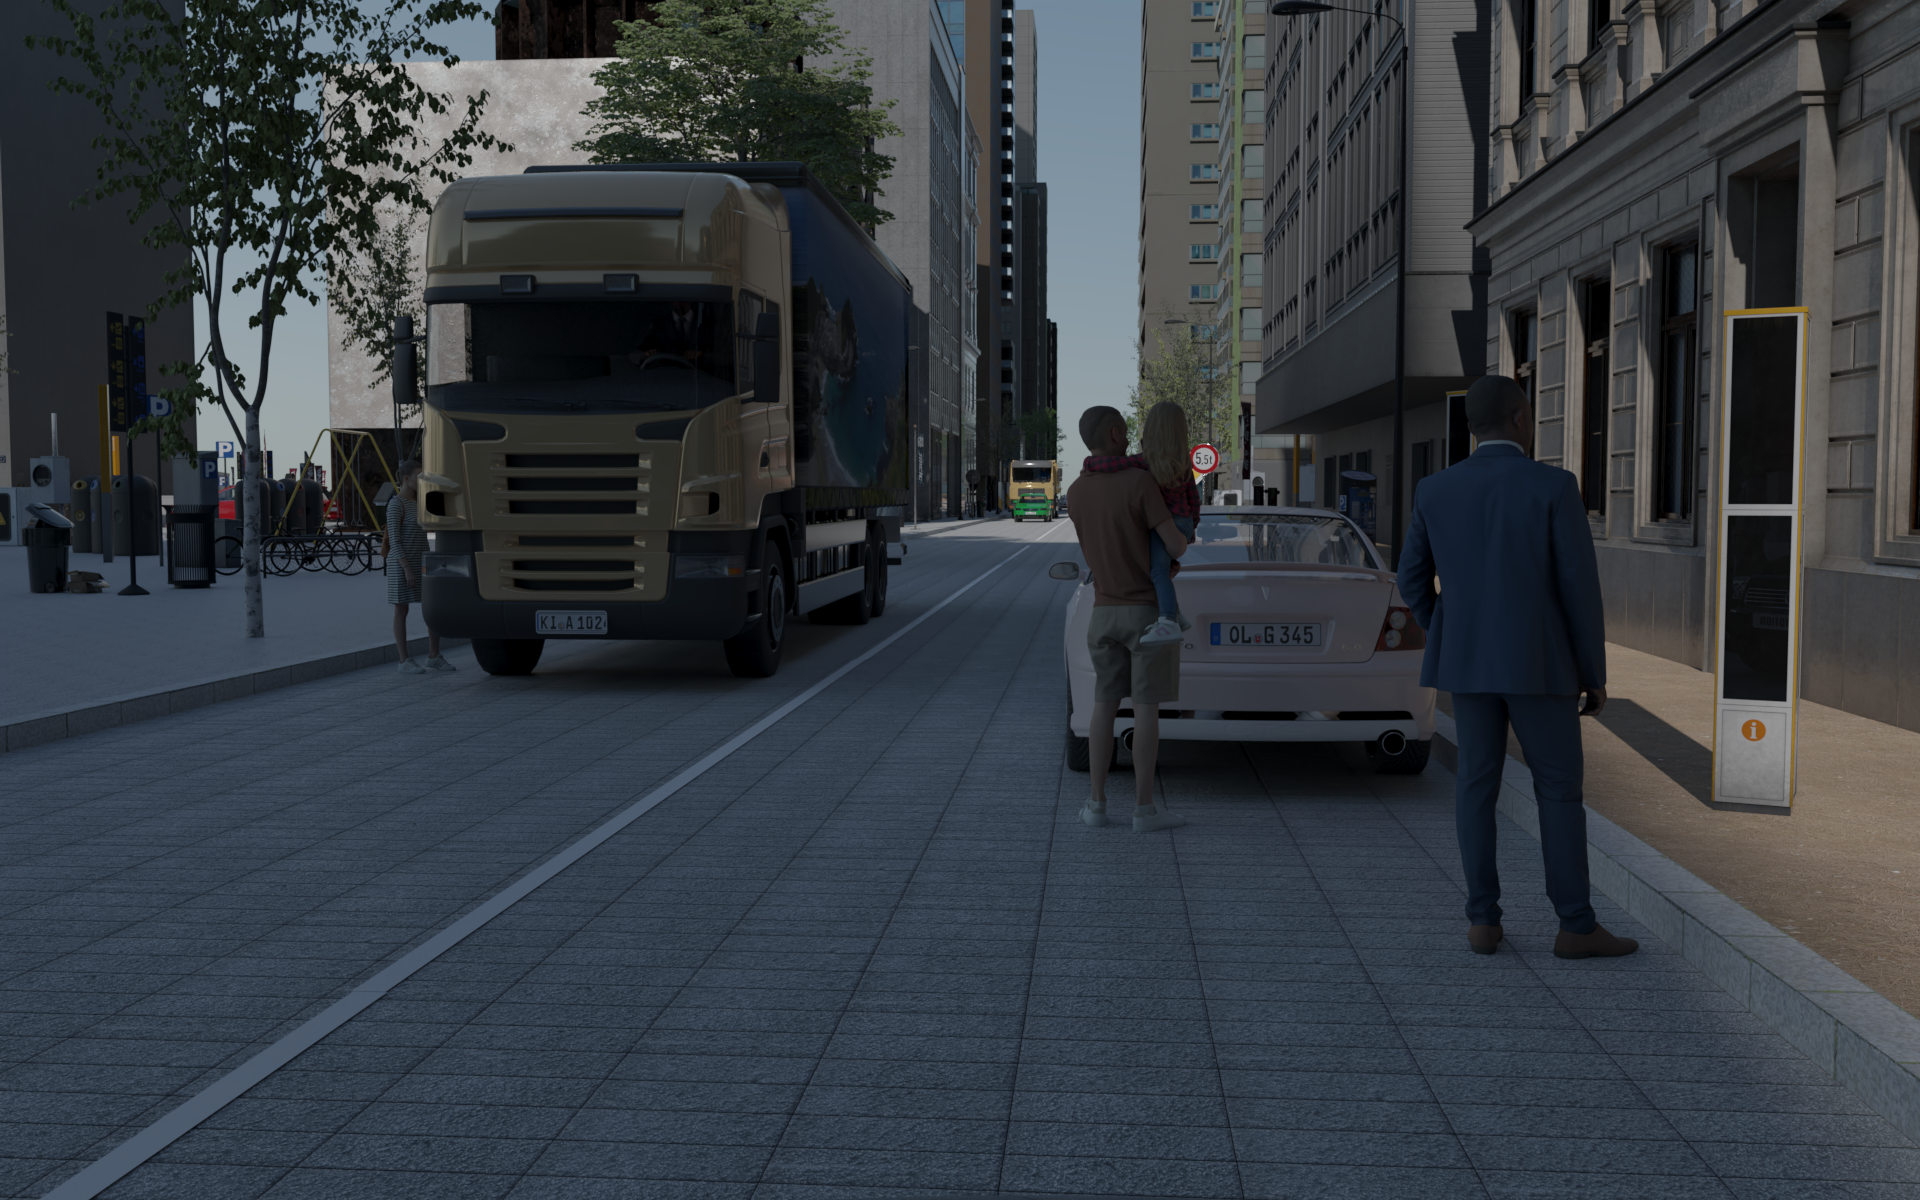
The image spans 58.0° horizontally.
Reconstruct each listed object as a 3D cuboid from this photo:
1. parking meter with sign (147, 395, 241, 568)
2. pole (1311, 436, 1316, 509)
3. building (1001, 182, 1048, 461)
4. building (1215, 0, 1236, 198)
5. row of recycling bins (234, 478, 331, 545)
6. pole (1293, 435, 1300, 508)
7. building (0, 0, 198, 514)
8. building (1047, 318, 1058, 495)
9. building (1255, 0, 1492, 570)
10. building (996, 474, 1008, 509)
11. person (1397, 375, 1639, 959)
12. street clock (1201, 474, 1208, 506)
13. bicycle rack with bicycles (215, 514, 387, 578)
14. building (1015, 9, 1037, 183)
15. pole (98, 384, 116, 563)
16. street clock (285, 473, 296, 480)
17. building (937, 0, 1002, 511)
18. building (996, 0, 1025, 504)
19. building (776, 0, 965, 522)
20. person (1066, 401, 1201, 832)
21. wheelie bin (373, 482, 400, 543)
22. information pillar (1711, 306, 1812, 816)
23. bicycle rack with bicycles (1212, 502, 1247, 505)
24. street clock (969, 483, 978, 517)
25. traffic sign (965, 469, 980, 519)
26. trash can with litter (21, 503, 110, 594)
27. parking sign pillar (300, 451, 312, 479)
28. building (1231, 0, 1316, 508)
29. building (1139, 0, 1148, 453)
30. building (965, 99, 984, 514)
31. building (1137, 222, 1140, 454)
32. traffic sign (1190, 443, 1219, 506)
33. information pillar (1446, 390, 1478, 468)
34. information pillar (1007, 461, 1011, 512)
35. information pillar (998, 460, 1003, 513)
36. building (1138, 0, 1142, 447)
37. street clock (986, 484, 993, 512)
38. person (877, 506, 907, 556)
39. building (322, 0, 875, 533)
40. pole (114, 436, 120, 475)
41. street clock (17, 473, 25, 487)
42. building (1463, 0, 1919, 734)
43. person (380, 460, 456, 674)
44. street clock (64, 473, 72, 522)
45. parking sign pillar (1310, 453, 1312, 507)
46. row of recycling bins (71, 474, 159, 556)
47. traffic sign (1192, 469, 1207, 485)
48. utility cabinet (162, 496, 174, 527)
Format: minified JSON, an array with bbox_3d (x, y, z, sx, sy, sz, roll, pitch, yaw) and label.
[{"bbox_3d":[-13.376,-2.081,30.289,1.738,3.016,0.543,1,4,22],"label":"parking meter with sign"},{"bbox_3d":[12.530,-4.123,61.255,0.158,3.312,0.155,0,3,0],"label":"pole"},{"bbox_3d":[3.885,-32.891,221.355,14.154,41.232,14.086,0,4,5],"label":"building"},{"bbox_3d":[29.961,-25.886,115.122,32.217,40.220,23.993,0,4,5],"label":"building"},{"bbox_3d":[-17.654,-2.310,44.878,1.069,1.692,3.534,0,4,8],"label":"row of recycling bins"},{"bbox_3d":[11.019,-3.846,56.728,0.158,3.312,0.155,0,3,0],"label":"pole"},{"bbox_3d":[-44.393,-16.663,65.953,24.014,27.812,14.314,0,4,5],"label":"building"},{"bbox_3d":[8.561,-31.121,280.530,14.160,30.474,14.107,0,4,5],"label":"building"},{"bbox_3d":[13.673,-14.575,31.816,14.314,27.812,24.014,0,4,5],"label":"building"},{"bbox_3d":[-11.401,-28.442,156.905,32.217,40.220,23.993,0,4,5],"label":"building"},{"bbox_3d":[1.730,0.201,5.404,0.721,1.800,0.419,2,4,29],"label":"person"},{"bbox_3d":[8.197,-3.247,57.655,0.358,2.002,0.471,0,4,-3],"label":"street clock"},{"bbox_3d":[-10.387,-0.867,27.562,2.925,0.926,2.852,-2,4,-25],"label":"bicycle rack with bicycles"},{"bbox_3d":[3.443,-50.402,262.327,20.563,71.187,20.611,0,4,5],"label":"building"},{"bbox_3d":[-15.941,-2.354,32.329,0.158,3.312,0.155,0,3,0],"label":"pole"},{"bbox_3d":[-23.316,-3.411,60.333,0.358,2.002,0.471,0,4,-3],"label":"street clock"},{"bbox_3d":[-4.042,-29.780,137.008,14.600,45.320,14.200,0,4,5],"label":"building"},{"bbox_3d":[-3.965,-53.230,182.974,22.319,86.520,31.000,0,4,5],"label":"building"},{"bbox_3d":[-6.544,-16.541,88.464,12.078,24.808,19.932,0,4,5],"label":"building"},{"bbox_3d":[0.767,0.061,7.470,0.580,1.828,0.573,0,4,-7],"label":"person"},{"bbox_3d":[-14.931,-2.295,45.429,0.980,1.594,0.693,3,4,37],"label":"wheelie bin"},{"bbox_3d":[3.248,-0.155,7.021,0.304,2.012,0.304,2,4,29],"label":"information pillar"},{"bbox_3d":[11.528,-3.738,74.506,2.925,0.926,2.852,-2,4,-27],"label":"bicycle rack with bicycles"},{"bbox_3d":[0.744,-5.607,96.237,0.471,2.002,0.358,-1,4,-15],"label":"street clock"},{"bbox_3d":[0.644,-5.424,88.794,0.768,2.556,0.104,1,4,14],"label":"traffic sign"},{"bbox_3d":[-11.617,-0.682,22.537,1.055,1.170,0.624,0,4,7],"label":"trash can with litter"},{"bbox_3d":[-40.606,-7.289,107.649,1.447,3.967,1.447,-3,4,-36],"label":"parking sign pillar"},{"bbox_3d":[20.775,-24.674,87.022,14.154,41.232,14.086,0,4,5],"label":"building"},{"bbox_3d":[25.587,-31.616,140.619,21.300,48.544,21.600,0,4,5],"label":"building"},{"bbox_3d":[-5.842,-19.721,108.343,13.634,28.700,20.117,0,4,5],"label":"building"},{"bbox_3d":[38.967,-39.804,270.402,23.786,49.044,30.456,0,4,5],"label":"building"},{"bbox_3d":[6.154,-2.667,43.707,0.768,2.556,0.104,1,4,14],"label":"traffic sign"},{"bbox_3d":[3.689,-0.485,12.420,0.304,2.012,0.304,-2,4,-23],"label":"information pillar"},{"bbox_3d":[3.429,-7.953,121.387,0.183,3.616,0.504,2,4,26],"label":"information pillar"},{"bbox_3d":[2.774,-7.893,120.401,0.183,3.616,0.504,-2,4,-35],"label":"information pillar"},{"bbox_3d":[30.019,-39.484,187.566,21.231,58.520,28.212,0,4,5],"label":"building"},{"bbox_3d":[2.122,-7.250,123.113,0.471,2.002,0.358,0,4,6],"label":"street clock"},{"bbox_3d":[-1.557,-1.914,39.675,0.818,1.842,0.514,3,5,42],"label":"person"},{"bbox_3d":[-11.763,-12.045,64.393,16.820,18.784,16.811,0,4,5],"label":"building"},{"bbox_3d":[-29.698,-4.107,60.998,0.158,3.312,0.155,0,3,0],"label":"pole"},{"bbox_3d":[-32.237,-3.359,59.490,0.358,2.002,0.471,-2,4,-28],"label":"street clock"},{"bbox_3d":[10.025,-8.934,10.700,10.561,19.102,19.286,0,4,5],"label":"building"},{"bbox_3d":[-4.394,-0.267,13.870,0.522,1.701,0.512,1,4,13],"label":"person"},{"bbox_3d":[-30.212,-3.306,58.620,0.358,2.002,0.471,-3,5,-43],"label":"street clock"},{"bbox_3d":[16.625,-5.529,78.878,1.447,3.967,1.447,3,4,38],"label":"parking sign pillar"},{"bbox_3d":[-18.061,-1.832,37.058,1.069,1.692,3.534,-3,5,-43],"label":"row of recycling bins"},{"bbox_3d":[6.254,-2.599,46.131,0.795,2.450,0.064,0,4,5],"label":"traffic sign"},{"bbox_3d":[-30.709,-3.405,66.827,1.020,1.237,0.306,-2,4,-34],"label":"utility cabinet"}]
